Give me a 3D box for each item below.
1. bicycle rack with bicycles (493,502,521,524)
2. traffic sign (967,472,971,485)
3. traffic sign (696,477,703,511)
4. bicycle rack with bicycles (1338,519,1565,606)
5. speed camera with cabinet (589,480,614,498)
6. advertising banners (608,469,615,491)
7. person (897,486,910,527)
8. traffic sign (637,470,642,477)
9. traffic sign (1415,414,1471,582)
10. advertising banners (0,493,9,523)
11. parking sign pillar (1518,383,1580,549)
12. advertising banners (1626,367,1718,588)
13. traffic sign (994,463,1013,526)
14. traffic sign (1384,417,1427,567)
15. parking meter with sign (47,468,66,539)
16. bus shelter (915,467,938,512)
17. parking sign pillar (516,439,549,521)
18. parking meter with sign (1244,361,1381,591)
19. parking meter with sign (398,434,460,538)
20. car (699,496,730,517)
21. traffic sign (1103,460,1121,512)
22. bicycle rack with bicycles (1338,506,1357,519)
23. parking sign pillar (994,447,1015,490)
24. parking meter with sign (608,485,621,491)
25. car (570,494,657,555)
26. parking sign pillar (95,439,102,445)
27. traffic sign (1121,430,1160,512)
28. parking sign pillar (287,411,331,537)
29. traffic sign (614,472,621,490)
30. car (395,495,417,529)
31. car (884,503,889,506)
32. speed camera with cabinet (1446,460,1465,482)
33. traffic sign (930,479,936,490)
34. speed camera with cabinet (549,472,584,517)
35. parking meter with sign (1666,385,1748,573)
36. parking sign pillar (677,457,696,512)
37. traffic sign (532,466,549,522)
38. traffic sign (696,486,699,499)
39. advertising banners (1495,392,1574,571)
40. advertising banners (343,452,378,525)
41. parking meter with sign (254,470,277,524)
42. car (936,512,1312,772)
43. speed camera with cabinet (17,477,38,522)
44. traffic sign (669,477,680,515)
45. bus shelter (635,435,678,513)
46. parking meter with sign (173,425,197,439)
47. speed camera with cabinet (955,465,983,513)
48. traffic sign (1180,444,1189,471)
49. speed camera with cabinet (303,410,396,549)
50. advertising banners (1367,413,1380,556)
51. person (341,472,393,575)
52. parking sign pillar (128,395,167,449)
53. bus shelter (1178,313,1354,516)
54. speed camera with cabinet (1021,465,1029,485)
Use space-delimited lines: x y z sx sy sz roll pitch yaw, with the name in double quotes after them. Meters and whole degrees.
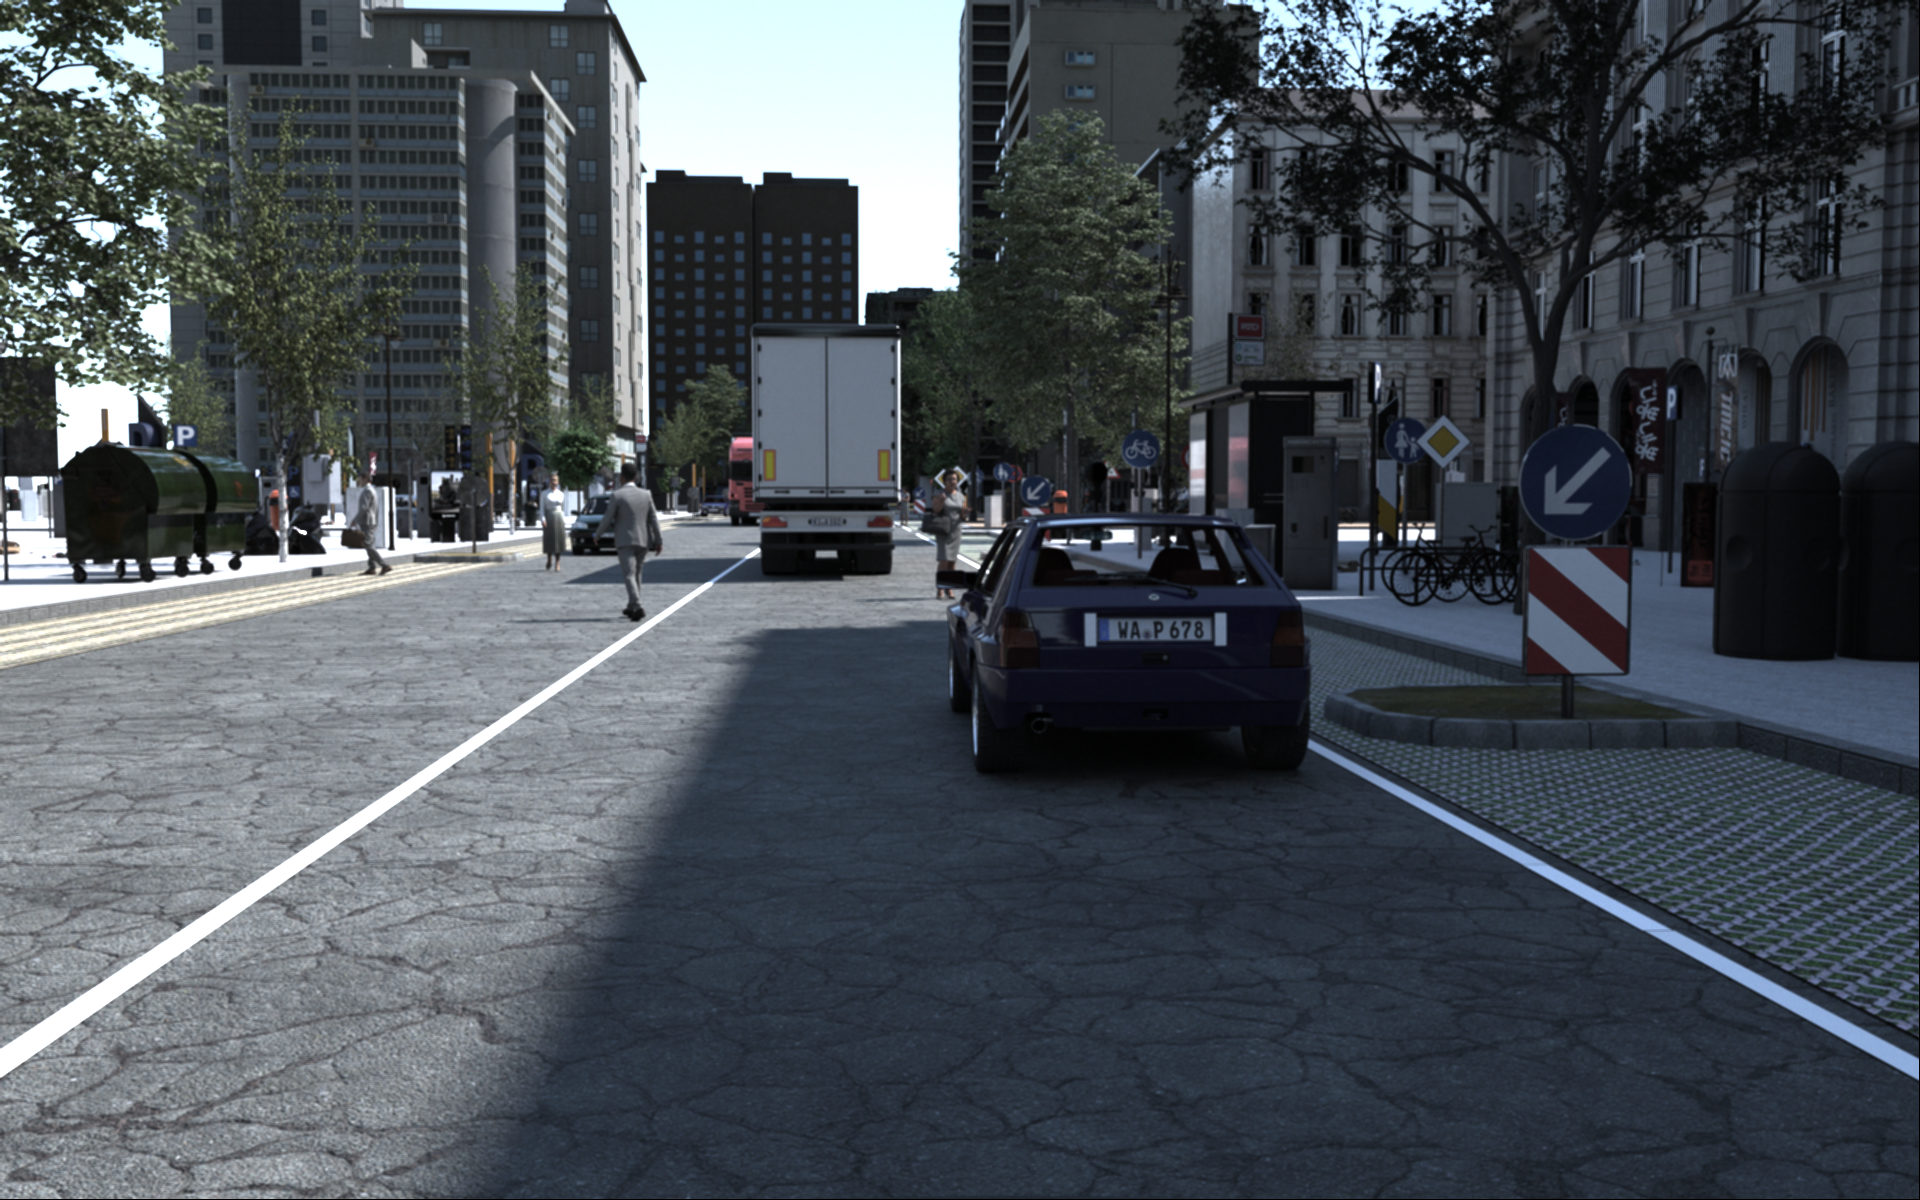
-20.632 -3.808 75.645 2.925 0.926 2.852 -2 4 -31 "bicycle rack with bicycles"
0.650 -6.059 99.175 0.768 2.556 0.104 0 4 5 "traffic sign"
-19.278 -7.822 127.991 0.768 2.556 0.104 0 4 0 "traffic sign"
6.219 -0.462 20.939 2.925 0.926 2.852 0 4 -6 "bicycle rack with bicycles"
-19.459 -6.179 95.367 2.038 3.252 0.660 2 4 29 "speed camera with cabinet"
-18.161 -5.955 93.549 2.074 3.025 0.090 0 4 7 "advertising banners"
-2.554 -4.115 76.139 0.532 1.782 0.716 -3 5 -42 "person"
-17.016 -5.529 90.497 0.768 2.556 0.104 0 4 2 "traffic sign"
6.988 -1.464 25.116 0.795 2.450 0.064 0 4 2 "traffic sign"
-43.259 -4.916 76.559 2.074 3.025 0.090 -2 4 -25 "advertising banners"
13.538 -3.144 39.873 1.447 3.967 1.447 0 4 5 "parking sign pillar"
10.209 -1.685 23.744 2.074 3.025 0.090 1 4 21 "advertising banners"
1.743 -4.279 70.061 0.768 2.556 0.104 0 4 0 "traffic sign"
7.425 -1.760 28.879 0.768 2.556 0.104 0 4 -4 "traffic sign"
-26.155 -3.328 50.677 0.543 3.016 1.738 0 4 5 "parking meter with sign"
-2.068 -7.916 123.356 2.014 3.302 5.546 0 4 -4 "bus shelter"
-20.633 -5.848 84.081 1.447 3.967 1.447 1 4 9 "parking sign pillar"
4.713 -1.652 23.264 1.738 3.016 0.543 1 4 22 "parking meter with sign"
-15.491 -3.317 50.494 1.738 3.016 0.543 -1 4 -10 "parking meter with sign"
-15.516 -5.950 109.859 1.945 1.354 3.894 0 4 -4 "car"
5.028 -3.601 58.875 0.884 2.594 0.081 0 4 -1 "traffic sign"
15.767 -3.763 74.912 2.925 0.926 2.852 1 4 9 "bicycle rack with bicycles"
2.555 -6.561 95.736 1.447 3.967 1.447 1 4 14 "parking sign pillar"
-23.689 -7.589 120.345 1.738 3.016 0.543 1 4 17 "parking meter with sign"
-8.372 -1.981 42.178 2.009 1.686 4.222 0 4 -3 "car"
-41.770 -5.804 83.365 1.447 3.967 1.447 1 4 8 "parking sign pillar"
3.575 -2.094 34.345 0.768 2.556 0.104 0 4 2 "traffic sign"
-19.780 -3.897 52.189 1.447 3.967 1.447 0 4 5 "parking sign pillar"
-19.990 -6.176 101.082 0.768 2.556 0.104 0 4 3 "traffic sign"
-19.895 -3.130 63.175 4.499 1.417 2.014 0 4 -3 "car"
-4.125 -3.834 74.491 2.131 1.459 4.920 0 4 -3 "car"
20.571 -4.685 70.941 0.660 3.252 2.038 0 4 -8 "speed camera with cabinet"
-1.668 -7.291 119.318 0.768 2.556 0.104 0 4 4 "traffic sign"
-22.325 -6.325 97.745 2.038 3.252 0.660 -2 4 -34 "speed camera with cabinet"
12.346 -1.938 27.952 1.738 3.016 0.543 0 4 5 "parking meter with sign"
-19.975 -8.452 126.668 1.447 3.967 1.447 -2 4 -28 "parking sign pillar"
-19.064 -4.806 78.682 0.768 2.556 0.104 0 4 5 "traffic sign"
-21.594 -8.731 142.852 0.768 2.556 0.104 0 4 -2 "traffic sign"
9.744 -2.025 29.292 2.074 3.025 0.090 -3 4 -37 "advertising banners"
-24.492 -4.567 70.850 0.090 3.025 2.074 1 4 22 "advertising banners"
-29.991 -4.821 75.081 1.738 3.016 0.543 -2 4 -28 "parking meter with sign"
0.849 0.139 10.300 1.945 1.354 3.894 0 4 -3 "car"
-43.097 -5.242 80.042 0.660 3.252 2.038 -2 4 -34 "speed camera with cabinet"
-17.099 -6.216 103.755 0.606 2.300 0.079 0 4 0 "traffic sign"
-21.107 -8.728 120.342 2.179 5.291 8.768 0 4 -4 "bus shelter"
-19.902 -2.950 44.499 0.543 3.016 1.738 -2 4 -26 "parking meter with sign"
0.549 -7.619 118.906 2.038 3.252 0.660 2 4 32 "speed camera with cabinet"
5.739 -2.572 42.163 0.768 2.556 0.104 0 4 1 "traffic sign"
-14.358 -2.837 40.726 2.038 3.252 0.660 1 4 9 "speed camera with cabinet"
8.798 -2.490 36.898 0.090 3.025 2.074 0 4 8 "advertising banners"
-10.421 -1.334 30.432 0.853 1.813 0.709 -1 4 -14 "person"
-21.996 -3.577 46.950 1.447 3.967 1.447 3 4 38 "parking sign pillar"
5.913 -3.578 36.137 2.179 5.291 8.768 0 4 -4 "bus shelter"
4.330 -7.557 117.892 0.660 3.252 2.038 -1 4 -11 "speed camera with cabinet"
